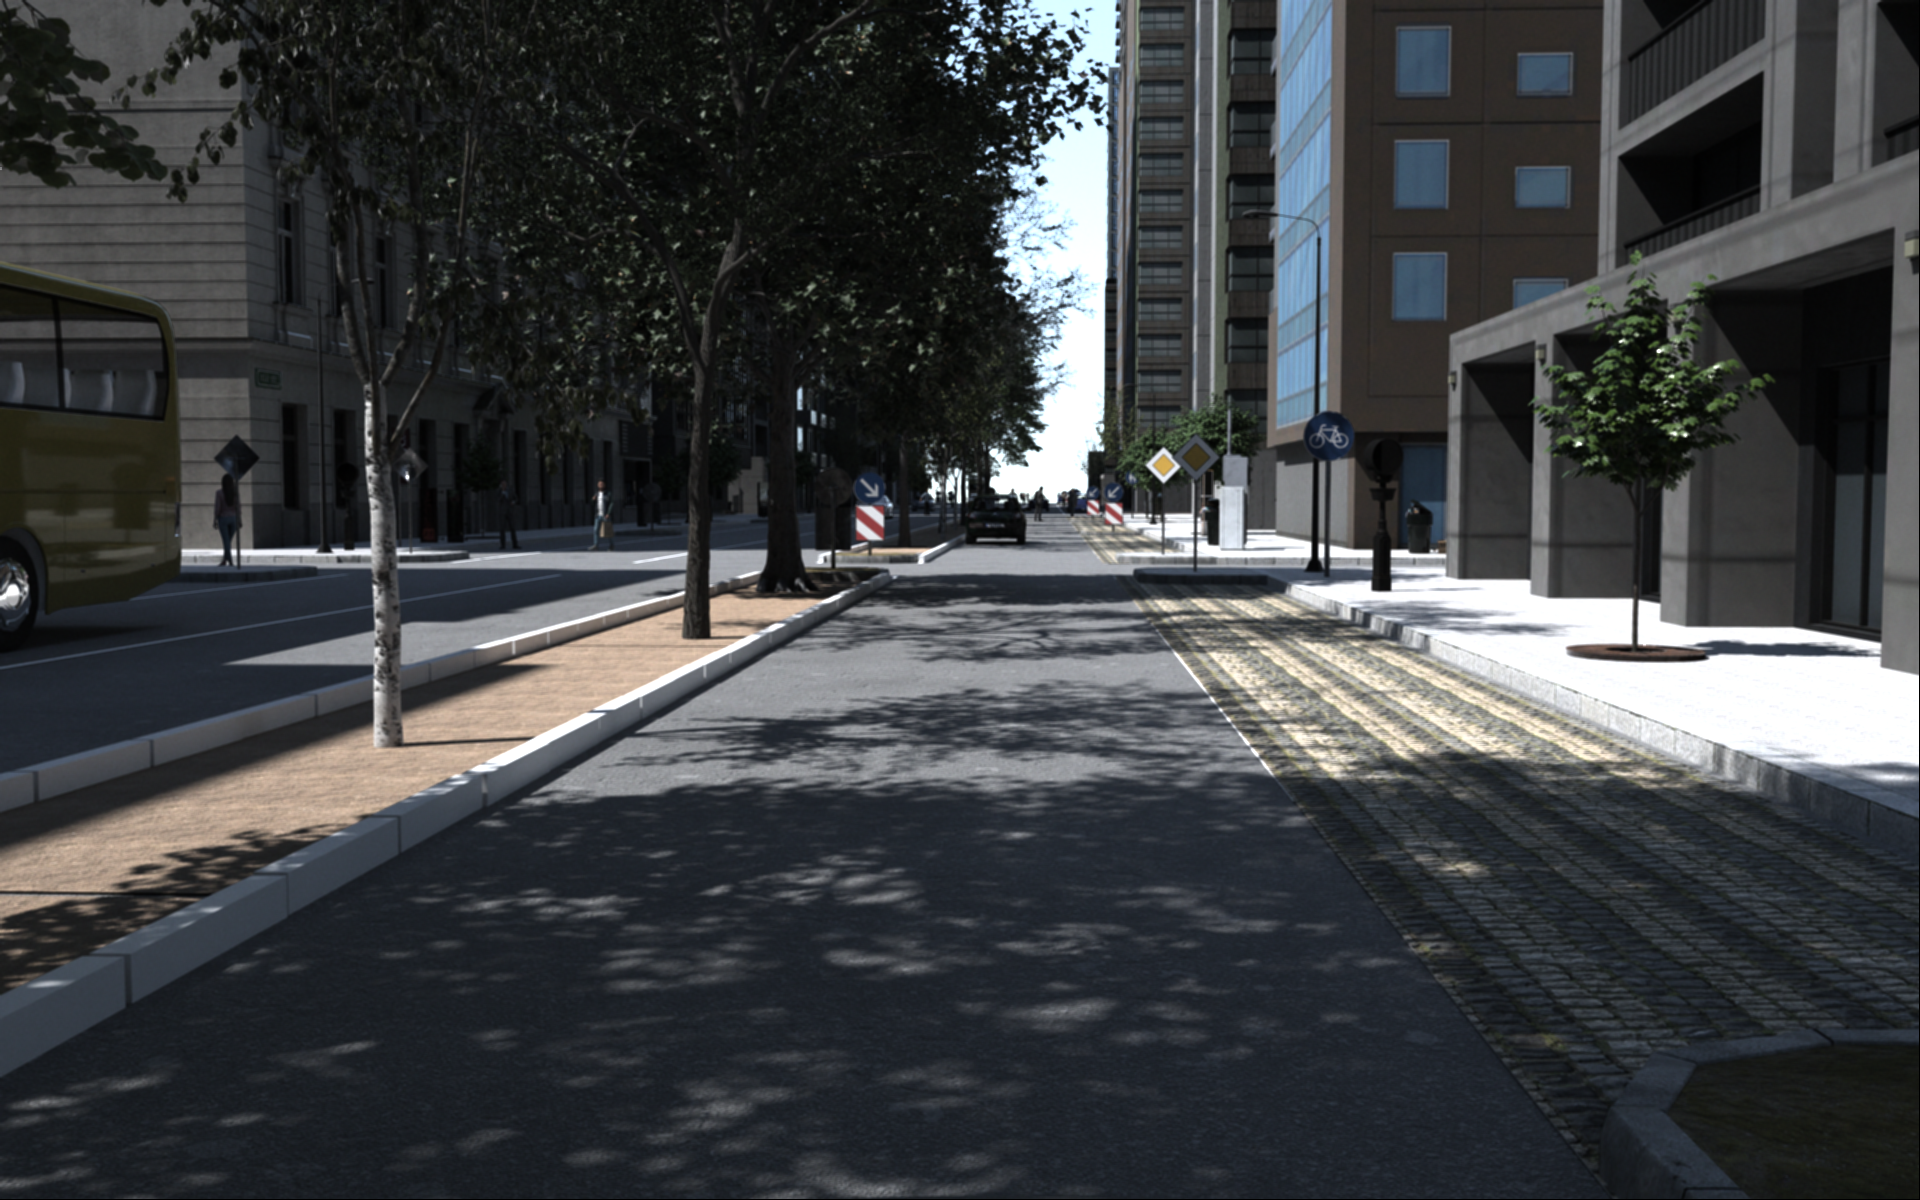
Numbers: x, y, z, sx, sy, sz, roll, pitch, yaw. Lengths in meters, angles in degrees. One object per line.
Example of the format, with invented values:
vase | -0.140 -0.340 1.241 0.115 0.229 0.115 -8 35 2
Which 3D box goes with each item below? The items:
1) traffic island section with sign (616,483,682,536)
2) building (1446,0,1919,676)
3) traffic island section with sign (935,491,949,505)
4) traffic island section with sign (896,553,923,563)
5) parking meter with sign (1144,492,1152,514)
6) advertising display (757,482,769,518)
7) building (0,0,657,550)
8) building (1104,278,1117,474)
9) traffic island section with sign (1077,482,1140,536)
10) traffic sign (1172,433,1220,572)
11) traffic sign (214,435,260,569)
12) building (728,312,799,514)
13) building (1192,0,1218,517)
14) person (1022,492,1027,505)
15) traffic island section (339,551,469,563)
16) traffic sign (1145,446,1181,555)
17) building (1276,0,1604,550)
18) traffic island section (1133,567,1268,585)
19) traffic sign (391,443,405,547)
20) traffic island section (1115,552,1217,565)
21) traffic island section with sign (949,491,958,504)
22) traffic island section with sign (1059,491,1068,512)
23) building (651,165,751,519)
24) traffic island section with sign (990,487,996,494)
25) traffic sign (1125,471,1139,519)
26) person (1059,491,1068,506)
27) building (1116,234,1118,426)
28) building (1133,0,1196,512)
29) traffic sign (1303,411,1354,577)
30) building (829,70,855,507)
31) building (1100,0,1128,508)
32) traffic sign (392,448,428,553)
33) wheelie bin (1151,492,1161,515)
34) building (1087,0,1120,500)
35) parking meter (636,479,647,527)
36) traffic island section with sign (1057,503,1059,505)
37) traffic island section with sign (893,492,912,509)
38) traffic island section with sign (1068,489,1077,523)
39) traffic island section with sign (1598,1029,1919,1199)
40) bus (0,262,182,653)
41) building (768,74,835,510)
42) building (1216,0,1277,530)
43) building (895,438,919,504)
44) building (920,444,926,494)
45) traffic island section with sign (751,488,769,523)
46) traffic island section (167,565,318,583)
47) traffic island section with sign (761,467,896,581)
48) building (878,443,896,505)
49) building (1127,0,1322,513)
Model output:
traffic island section with sign | -10.760 -3.152 60.159 1.989 1.847 2.006 0 4 3
building | 17.184 -35.204 13.843 20.563 71.187 20.611 0 4 3
traffic island section with sign | -2.722 -12.878 219.185 1.989 1.847 2.006 0 4 3
traffic island section with sign | -1.837 -1.743 36.629 2.006 1.907 1.989 0 4 3
parking meter with sign | 12.360 -6.969 110.197 0.543 3.016 1.738 -2 4 -31
advertising display | -10.691 -5.441 94.180 0.123 1.923 0.974 2 4 26
building | -23.127 -17.398 60.879 17.030 29.872 44.131 0 4 3
building | 26.222 -28.129 231.616 14.160 30.474 14.107 0 4 3
traffic island section with sign | 5.144 -3.114 59.546 1.989 1.847 2.006 0 4 3
traffic sign | 3.891 -1.527 28.608 0.795 2.450 0.064 0 4 3
traffic sign | -12.281 -1.578 29.443 0.795 2.450 0.064 0 4 3
building | -22.373 -41.846 122.441 20.563 71.187 20.611 0 4 3
building | 23.647 -33.869 95.754 21.231 58.520 28.212 0 4 3
person | 8.264 -12.944 220.841 0.721 1.736 1.217 3 5 44
traffic island section | -11.902 -0.930 37.481 2.009 0.180 2.903 0 4 3
traffic sign | 4.294 -2.015 36.582 0.795 2.450 0.064 0 4 3
building | 16.089 -24.134 44.709 14.200 45.320 14.600 0 4 3
traffic island section | 3.915 -0.392 28.684 2.009 0.180 2.903 0 4 3
traffic sign | -13.622 -2.572 42.060 0.884 2.594 0.081 1 4 11
traffic island section | 4.318 -0.879 36.659 2.009 0.180 2.903 0 4 3
traffic island section with sign | -1.361 -14.525 246.106 1.989 1.847 2.006 0 4 3
traffic island section with sign | 9.046 -7.827 136.604 1.989 1.847 2.006 0 4 3
building | -20.477 -18.452 95.196 14.314 27.812 24.014 0 4 3
traffic island section with sign | 1.948 -6.333 111.673 2.006 1.907 1.989 0 4 3
traffic sign | 9.006 -5.522 90.385 0.768 2.556 0.104 1 4 12
person | 12.081 -11.775 201.036 1.348 1.823 0.705 3 5 39
building | 23.310 -32.252 177.432 14.600 45.320 14.200 0 4 3
building | 19.910 -27.205 128.403 14.154 41.232 14.086 0 4 3
traffic sign | 5.684 -1.630 26.758 0.768 2.556 0.104 1 4 10
building | -19.993 -33.750 175.518 21.300 48.544 21.600 0 4 3
building | 27.913 -47.353 212.470 20.563 71.187 20.611 0 4 3
traffic sign | -11.878 -2.066 37.418 0.795 2.450 0.064 0 4 3
wheelie bin | 12.019 -5.938 104.992 0.980 1.594 0.693 3 5 42
building | 30.307 -57.495 252.714 22.319 86.520 31.000 0 4 3
parking meter | -12.544 -3.821 68.192 0.399 1.863 0.255 -1 4 -17
traffic island section with sign | 10.414 -9.474 163.525 1.989 1.847 2.006 0 4 3
traffic island section with sign | -5.492 -9.523 164.335 1.989 1.847 2.006 0 4 3
traffic island section with sign | 6.511 -4.761 86.467 1.989 1.847 2.006 0 4 3
traffic island section with sign | 2.308 0.338 3.097 1.989 1.847 2.006 0 4 3
bus | -9.822 -1.300 12.794 2.896 3.916 12.252 0 4 1
building | -22.905 -32.418 149.638 23.786 49.044 30.456 0 4 3
building | 16.867 -18.092 67.509 14.160 30.474 14.107 0 4 3
building | -16.844 -41.859 226.390 21.231 58.520 28.212 0 4 3
building | -16.347 -38.401 251.560 21.300 48.544 21.600 0 4 3
traffic island section with sign | -9.396 -4.798 87.080 1.989 1.847 2.006 0 4 3
traffic island section | -12.305 -0.442 29.506 2.009 0.180 2.903 0 4 3
traffic island section with sign | -2.221 -1.290 29.232 2.006 1.907 1.989 0 4 3
building | -15.200 -26.524 205.364 14.160 30.474 14.107 0 4 3
building | 20.855 -30.111 142.418 14.600 45.320 14.200 0 4 3
